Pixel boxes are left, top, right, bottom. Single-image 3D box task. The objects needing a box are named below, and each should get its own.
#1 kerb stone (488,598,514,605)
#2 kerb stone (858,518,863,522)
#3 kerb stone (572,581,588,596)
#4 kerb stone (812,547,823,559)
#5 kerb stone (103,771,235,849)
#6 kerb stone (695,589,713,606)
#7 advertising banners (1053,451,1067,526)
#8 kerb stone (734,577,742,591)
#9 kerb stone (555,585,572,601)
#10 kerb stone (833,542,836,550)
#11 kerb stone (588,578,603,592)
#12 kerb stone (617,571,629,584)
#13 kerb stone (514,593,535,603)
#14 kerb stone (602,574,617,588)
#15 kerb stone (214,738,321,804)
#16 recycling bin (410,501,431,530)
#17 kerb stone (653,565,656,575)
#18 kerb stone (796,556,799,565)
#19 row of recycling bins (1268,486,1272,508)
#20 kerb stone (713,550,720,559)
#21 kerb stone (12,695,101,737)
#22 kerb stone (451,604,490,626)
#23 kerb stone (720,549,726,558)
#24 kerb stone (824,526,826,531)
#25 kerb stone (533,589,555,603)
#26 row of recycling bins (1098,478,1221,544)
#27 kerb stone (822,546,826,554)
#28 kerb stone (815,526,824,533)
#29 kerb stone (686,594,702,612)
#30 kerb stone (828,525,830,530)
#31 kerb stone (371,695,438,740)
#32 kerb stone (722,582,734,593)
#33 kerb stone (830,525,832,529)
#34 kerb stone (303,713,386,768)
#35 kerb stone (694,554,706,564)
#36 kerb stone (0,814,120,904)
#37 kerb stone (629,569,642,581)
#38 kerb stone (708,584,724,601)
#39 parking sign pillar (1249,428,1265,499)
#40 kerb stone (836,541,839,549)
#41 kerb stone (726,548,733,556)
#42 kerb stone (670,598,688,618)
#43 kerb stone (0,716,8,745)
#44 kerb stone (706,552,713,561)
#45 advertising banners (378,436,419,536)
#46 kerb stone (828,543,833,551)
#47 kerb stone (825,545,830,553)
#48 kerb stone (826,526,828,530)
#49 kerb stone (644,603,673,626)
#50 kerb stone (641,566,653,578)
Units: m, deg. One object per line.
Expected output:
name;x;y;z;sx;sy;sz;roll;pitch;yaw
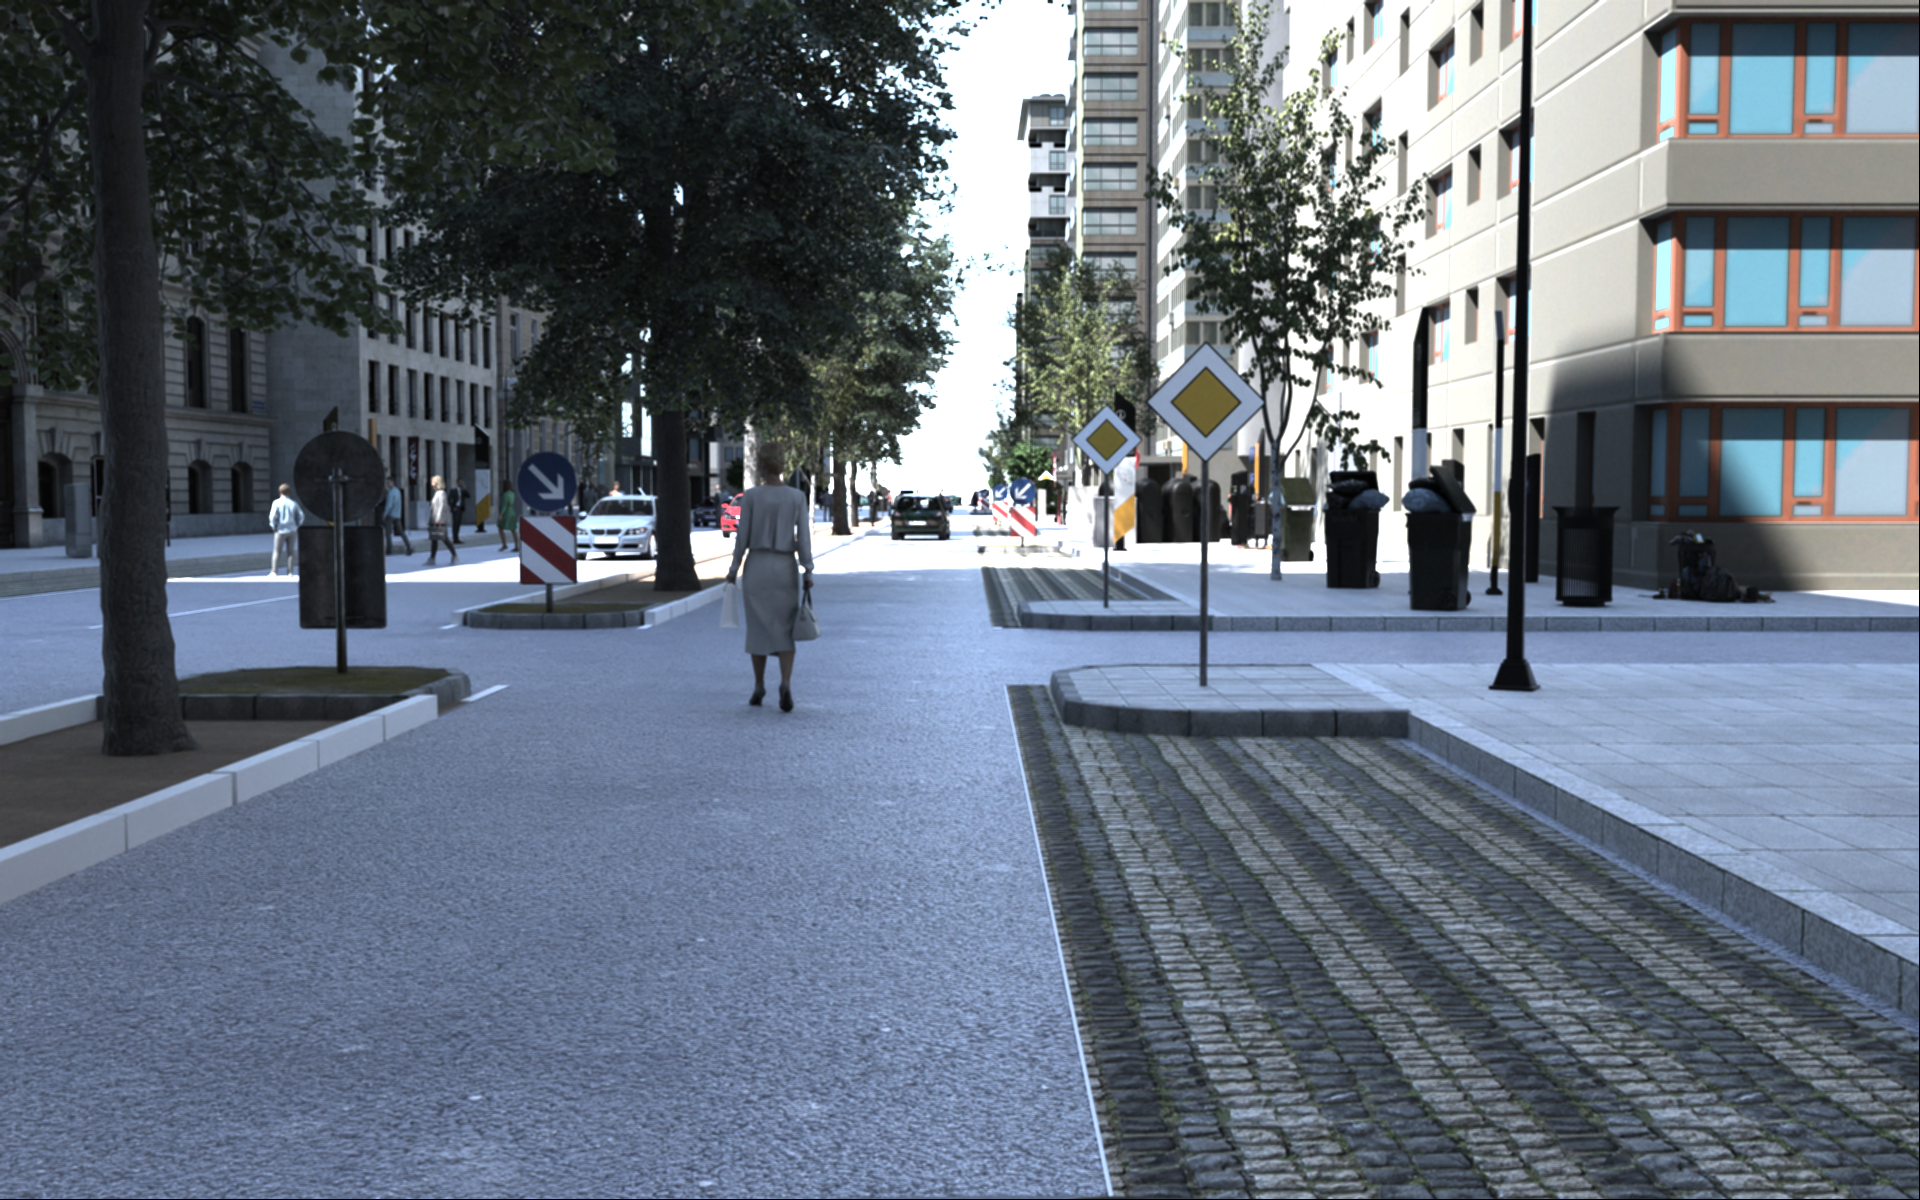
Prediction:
kerb stone;-5.468;0.111;20.376;0.120;0.150;1.000;0;4;0
kerb stone;-5.273;-4.338;93.125;0.120;0.150;1.000;0;4;0
kerb stone;-5.466;-0.136;24.480;0.120;0.150;1.000;0;4;0
kerb stone;-3.314;-1.071;39.847;0.120;0.150;1.000;0;4;0
kerb stone;-3.411;0.904;7.473;0.120;0.150;1.000;0;4;0
kerb stone;-3.363;-0.012;22.436;0.120;0.150;1.000;0;4;0
advertising banners;4.020;-4.511;69.940;0.090;3.025;2.074;-1;4;-11
kerb stone;-3.358;-0.203;25.507;0.120;0.150;1.000;0;4;0
kerb stone;-5.463;-0.073;23.458;0.120;0.150;1.000;0;4;0
kerb stone;-3.308;-1.330;43.943;0.120;0.150;1.000;0;4;0
kerb stone;-5.461;-0.202;25.502;0.120;0.150;1.000;0;4;0
kerb stone;-5.461;-0.328;27.555;0.120;0.150;1.000;0;4;0
kerb stone;-5.473;0.049;21.398;0.120;0.150;1.000;0;4;0
kerb stone;-5.449;-0.263;26.524;0.120;0.150;1.000;0;4;0
kerb stone;-3.400;0.837;8.504;0.120;0.150;1.000;0;4;0
recycling bin;-19.136;-3.008;61.734;0.722;1.027;0.722;-3;4;-38
kerb stone;-5.441;-0.516;30.632;0.120;0.150;1.000;0;4;0
kerb stone;-3.325;-0.890;36.778;0.120;0.150;1.000;0;4;0
row of recycling bins;12.150;-3.136;58.386;3.534;1.692;1.069;1;4;19
kerb stone;-5.425;-0.954;37.801;0.120;0.150;1.000;0;4;0
kerb stone;-5.505;0.711;10.581;0.120;0.150;1.000;0;4;0
kerb stone;-5.473;0.174;19.345;0.120;0.150;1.000;0;4;0
kerb stone;-5.425;-1.004;38.824;0.120;0.150;1.000;0;4;0
kerb stone;-5.346;-2.707;66.495;0.120;0.150;1.000;0;4;0
kerb stone;-5.463;-0.013;22.430;0.120;0.150;1.000;0;4;0
row of recycling bins;5.269;-2.334;45.272;3.534;1.692;1.069;-2;4;-25
kerb stone;-3.319;-1.140;40.868;0.120;0.150;1.000;0;4;0
kerb stone;-5.347;-2.647;65.467;0.120;0.150;1.000;0;4;0
kerb stone;-3.359;0.056;21.414;0.120;0.150;1.000;0;4;0
kerb stone;-5.342;-2.835;68.547;0.120;0.150;1.000;0;4;0
kerb stone;-3.400;0.711;10.566;0.120;0.150;1.000;0;4;0
kerb stone;-3.360;-0.140;24.485;0.120;0.150;1.000;0;4;0
kerb stone;-5.328;-2.897;69.569;0.120;0.150;1.000;0;4;0
kerb stone;-3.402;0.775;9.532;0.120;0.150;1.000;0;4;0
kerb stone;-5.433;-0.829;35.755;0.120;0.150;1.000;0;4;0
kerb stone;-3.409;0.963;6.444;0.120;0.150;1.000;0;4;0
kerb stone;-5.446;-0.389;28.583;0.120;0.150;1.000;0;4;0
kerb stone;-3.361;-0.077;23.460;0.120;0.150;1.000;0;4;0
parking sign pillar;12.069;-5.012;70.415;1.447;3.967;1.447;1;4;19
kerb stone;-3.303;-1.390;44.965;0.120;0.150;1.000;0;4;0
kerb stone;-5.417;-1.079;39.845;0.120;0.150;1.000;0;4;0
kerb stone;-3.369;0.111;20.385;0.120;0.150;1.000;0;4;0
kerb stone;-5.493;0.776;9.559;0.120;0.150;1.000;0;4;0
kerb stone;-5.432;-0.892;36.779;0.120;0.150;1.000;0;4;0
advertising banners;-17.202;-3.474;52.995;2.074;3.025;0.090;2;4;34
kerb stone;-3.308;-1.268;42.921;0.120;0.150;1.000;0;4;0
kerb stone;-3.313;-1.201;41.893;0.120;0.150;1.000;0;4;0
kerb stone;-5.340;-2.771;67.525;0.120;0.150;1.000;0;4;0
kerb stone;-3.378;0.174;19.357;0.120;0.150;1.000;0;4;0
kerb stone;-5.446;-0.452;29.610;0.120;0.150;1.000;0;4;0
